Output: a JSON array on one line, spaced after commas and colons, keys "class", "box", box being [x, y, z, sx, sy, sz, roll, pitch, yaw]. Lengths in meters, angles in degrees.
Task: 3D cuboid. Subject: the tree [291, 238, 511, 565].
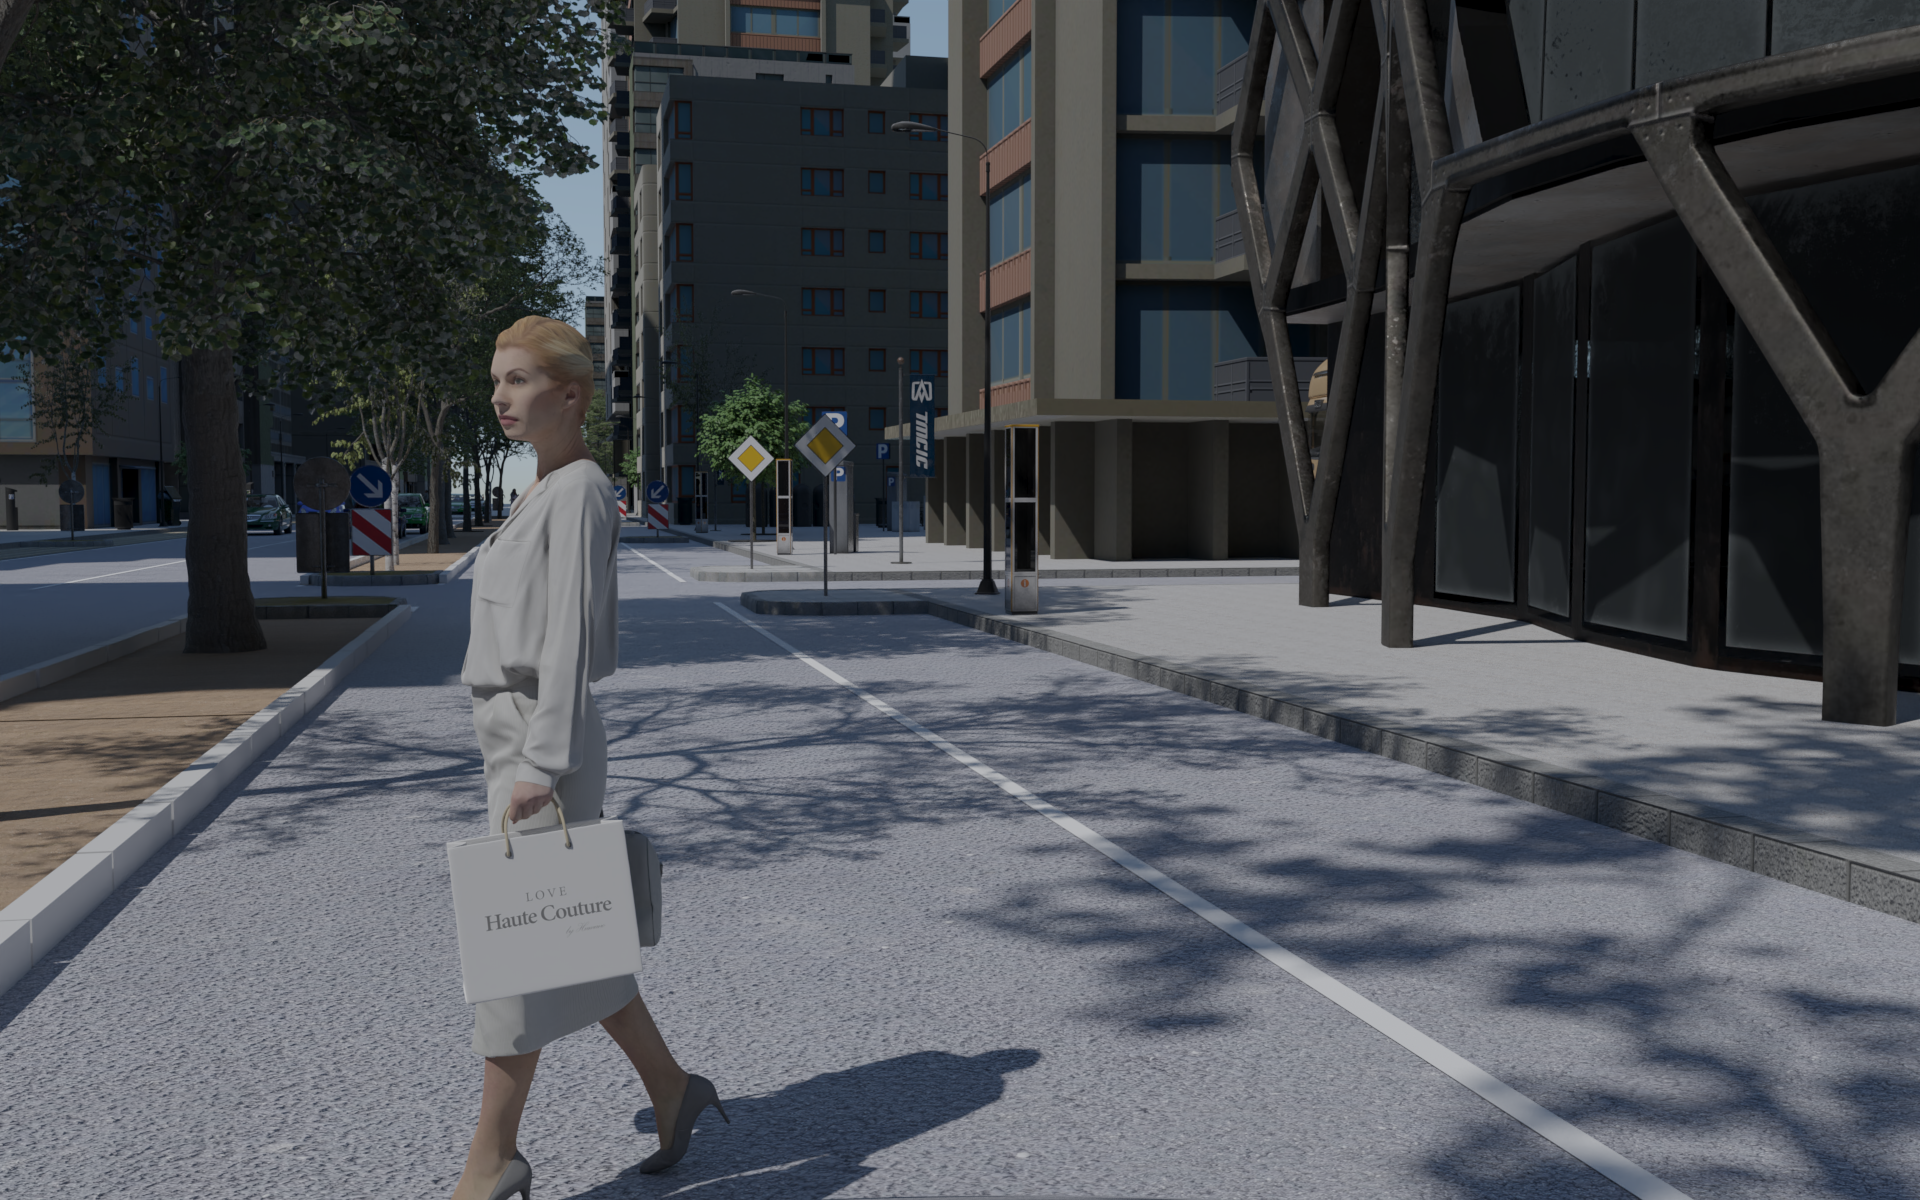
[{"class": "tree", "box": [-11.394, -5.003, 34.614, 4.737, 8.622, 4.395, 0, 3, 0]}]

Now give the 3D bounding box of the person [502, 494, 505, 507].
[{"class": "person", "box": [-52.529, -11.573, 198.534, 0.721, 1.723, 1.217, 2, 4, 26]}]

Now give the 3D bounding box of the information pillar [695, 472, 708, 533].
[{"class": "information pillar", "box": [-8.509, -3.214, 57.041, 0.304, 2.012, 0.304, 3, 5, 41]}]

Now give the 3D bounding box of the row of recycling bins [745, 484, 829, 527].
[{"class": "row of recycling bins", "box": [-6.606, -3.705, 67.684, 3.534, 1.692, 1.069, -1, 4, -20]}]

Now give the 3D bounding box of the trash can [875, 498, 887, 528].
[{"class": "trash can", "box": [-2.895, -3.313, 65.824, 0.748, 1.137, 0.748, 0, 3, 0]}]

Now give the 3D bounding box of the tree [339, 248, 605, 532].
[{"class": "tree", "box": [-18.613, -9.302, 64.911, 12.009, 13.543, 11.850, 0, 3, 0]}]

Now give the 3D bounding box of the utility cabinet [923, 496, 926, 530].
[{"class": "utility cabinet", "box": [-0.804, -3.092, 61.716, 1.020, 1.237, 0.306, 2, 4, 34]}]

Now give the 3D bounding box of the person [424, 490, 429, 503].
[{"class": "person", "box": [-39.105, -7.181, 126.699, 0.721, 1.735, 1.217, -2, 4, -26]}]

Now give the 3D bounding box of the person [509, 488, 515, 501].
[{"class": "person", "box": [-31.087, -6.870, 120.765, 0.705, 1.831, 1.348, -3, 4, -37]}]

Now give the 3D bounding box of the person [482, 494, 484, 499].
[{"class": "person", "box": [-51.335, -10.678, 186.352, 0.557, 1.426, 1.065, 0, 4, -4]}]

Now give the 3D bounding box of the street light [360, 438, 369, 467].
[{"class": "street light", "box": [-48.571, -10.365, 142.009, 1.470, 5.913, 1.316, -1, 4, -13]}]

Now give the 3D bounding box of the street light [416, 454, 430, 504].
[{"class": "street light", "box": [-63.045, -14.062, 202.459, 1.470, 5.913, 1.316, -1, 4, -13]}]

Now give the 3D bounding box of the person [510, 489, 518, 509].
[{"class": "person", "box": [-26.701, -5.787, 103.779, 0.621, 1.740, 0.551, 1, 4, 20]}]

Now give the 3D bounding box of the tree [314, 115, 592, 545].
[{"class": "tree", "box": [-14.450, -7.796, 48.042, 7.486, 12.596, 7.792, 0, 3, 0]}]

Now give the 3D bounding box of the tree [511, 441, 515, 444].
[{"class": "tree", "box": [-24.947, -8.488, 91.598, 4.737, 8.622, 4.395, 0, 3, 0]}]

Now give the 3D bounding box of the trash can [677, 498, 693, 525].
[{"class": "trash can", "box": [-11.364, -3.667, 71.602, 0.748, 1.137, 0.748, 0, 3, 0]}]

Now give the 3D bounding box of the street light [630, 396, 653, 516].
[{"class": "street light", "box": [-14.711, -6.686, 81.862, 1.470, 5.913, 1.316, -1, 4, -13]}]

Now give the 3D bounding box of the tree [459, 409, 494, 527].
[{"class": "tree", "box": [-21.411, -9.059, 76.320, 9.928, 11.665, 9.643, 0, 3, 0]}]

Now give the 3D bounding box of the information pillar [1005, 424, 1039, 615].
[{"class": "information pillar", "box": [0.657, -0.855, 18.463, 0.304, 2.012, 0.304, -1, 4, -12]}]

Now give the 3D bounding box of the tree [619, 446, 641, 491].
[{"class": "tree", "box": [-19.092, -7.463, 105.737, 4.285, 4.588, 4.351, 0, 3, 0]}]

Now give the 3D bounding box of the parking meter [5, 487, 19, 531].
[{"class": "parking meter", "box": [-33.346, -3.211, 60.914, 0.372, 1.533, 0.369, 0, 3, 0]}]

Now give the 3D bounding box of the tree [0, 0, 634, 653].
[{"class": "tree", "box": [-6.669, -6.493, 15.268, 9.857, 13.997, 8.962, 0, 3, 0]}]

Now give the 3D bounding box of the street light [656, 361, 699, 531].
[{"class": "street light", "box": [-9.704, -5.381, 60.526, 1.470, 5.913, 1.316, -1, 4, -13]}]

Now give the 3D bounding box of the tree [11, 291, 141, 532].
[{"class": "tree", "box": [-30.326, -6.657, 59.197, 4.360, 8.622, 3.978, 0, 3, 0]}]

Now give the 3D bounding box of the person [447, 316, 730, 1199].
[{"class": "person", "box": [-0.772, 0.331, 3.443, 0.624, 1.780, 0.694, -1, 4, -10]}]

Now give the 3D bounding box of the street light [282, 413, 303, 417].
[{"class": "street light", "box": [-38.495, -7.780, 99.740, 1.470, 5.913, 1.316, -1, 4, -13]}]

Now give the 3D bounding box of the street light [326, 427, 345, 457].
[{"class": "street light", "box": [-43.489, -9.057, 120.628, 1.470, 5.913, 1.316, -1, 4, -13]}]

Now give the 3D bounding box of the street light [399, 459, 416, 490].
[{"class": "street light", "box": [-57.994, -12.746, 180.936, 1.470, 5.913, 1.316, -1, 4, -13]}]

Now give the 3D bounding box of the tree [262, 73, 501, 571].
[{"class": "tree", "box": [-9.956, -4.719, 29.979, 4.360, 8.622, 3.978, 0, 3, 0]}]

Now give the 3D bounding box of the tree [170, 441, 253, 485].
[{"class": "tree", "box": [-34.259, -5.837, 79.152, 4.285, 4.588, 4.351, 0, 3, 0]}]

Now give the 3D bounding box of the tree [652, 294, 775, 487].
[{"class": "tree", "box": [-9.381, -6.990, 64.644, 4.360, 8.622, 3.978, 0, 3, 0]}]

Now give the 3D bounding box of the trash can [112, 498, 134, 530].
[{"class": "trash can", "box": [-30.114, -3.102, 62.368, 0.748, 1.137, 0.748, 0, 3, 0]}]

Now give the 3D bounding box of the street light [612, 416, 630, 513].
[{"class": "street light", "box": [-19.671, -7.964, 102.759, 1.470, 5.913, 1.316, -1, 4, -13]}]

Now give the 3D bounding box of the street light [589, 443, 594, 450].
[{"class": "street light", "box": [-32.537, -11.240, 156.312, 1.470, 5.913, 1.316, -1, 4, -13]}]

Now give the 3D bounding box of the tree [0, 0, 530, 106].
[{"class": "tree", "box": [-4.323, -4.281, 6.871, 8.767, 10.594, 7.601, -1, 4, -13]}]

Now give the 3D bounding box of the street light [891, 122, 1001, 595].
[{"class": "street light", "box": [-0.175, -3.019, 21.899, 1.470, 5.913, 1.316, -1, 4, -13]}]

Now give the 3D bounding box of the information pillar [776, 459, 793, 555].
[{"class": "information pillar", "box": [-3.697, -1.958, 36.503, 0.304, 2.012, 0.304, 0, 4, 3]}]

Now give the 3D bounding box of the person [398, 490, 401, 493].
[{"class": "person", "box": [-41.877, -7.361, 129.644, 1.217, 1.735, 0.721, 3, 4, 36]}]

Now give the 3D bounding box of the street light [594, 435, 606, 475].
[{"class": "street light", "box": [-27.580, -9.962, 135.415, 1.470, 5.913, 1.316, -1, 4, -13]}]

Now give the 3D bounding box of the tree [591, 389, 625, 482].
[{"class": "tree", "box": [-38.867, -16.416, 186.521, 7.486, 12.596, 7.792, 0, 3, 0]}]

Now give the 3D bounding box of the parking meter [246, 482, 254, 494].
[{"class": "parking meter", "box": [-35.090, -4.886, 85.599, 0.255, 1.863, 0.399, 0, 4, 4]}]

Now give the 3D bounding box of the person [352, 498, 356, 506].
[{"class": "person", "box": [-22.779, -3.490, 65.426, 0.748, 1.841, 0.638, -3, 5, -44]}]

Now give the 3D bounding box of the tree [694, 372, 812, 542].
[{"class": "tree", "box": [-5.477, -3.855, 46.742, 4.285, 4.588, 4.351, 0, 3, 0]}]

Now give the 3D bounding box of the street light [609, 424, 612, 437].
[{"class": "street light", "box": [-22.470, -8.686, 114.555, 1.470, 5.913, 1.316, -1, 4, -13]}]

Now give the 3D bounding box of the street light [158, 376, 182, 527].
[{"class": "street light", "box": [-30.691, -5.826, 67.800, 1.470, 5.913, 1.316, -1, 4, -13]}]

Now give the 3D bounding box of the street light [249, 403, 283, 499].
[{"class": "street light", "box": [-35.740, -7.103, 88.675, 1.470, 5.913, 1.316, -1, 4, -13]}]

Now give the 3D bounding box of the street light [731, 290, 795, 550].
[{"class": "street light", "box": [-4.515, -4.107, 39.684, 1.470, 5.913, 1.316, -1, 4, -13]}]
